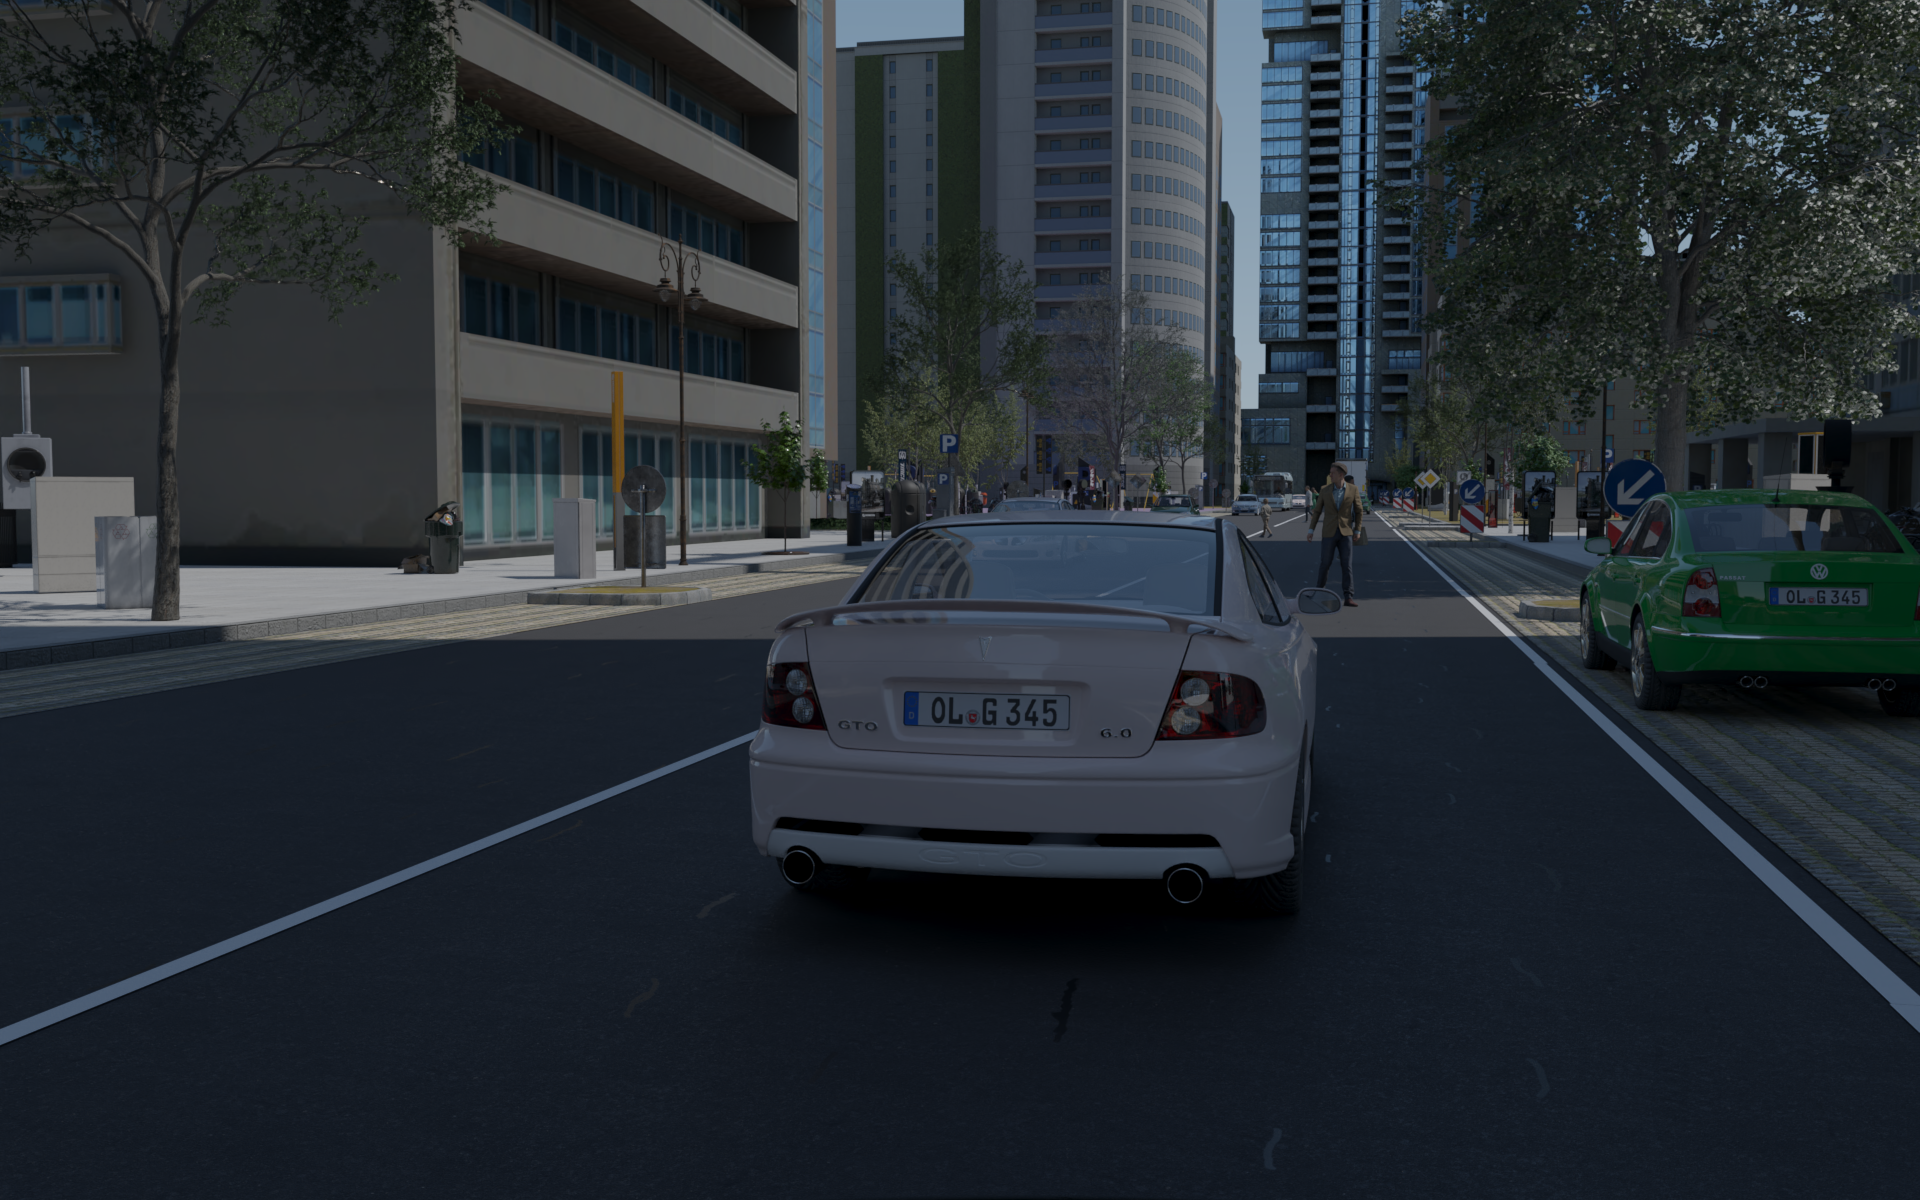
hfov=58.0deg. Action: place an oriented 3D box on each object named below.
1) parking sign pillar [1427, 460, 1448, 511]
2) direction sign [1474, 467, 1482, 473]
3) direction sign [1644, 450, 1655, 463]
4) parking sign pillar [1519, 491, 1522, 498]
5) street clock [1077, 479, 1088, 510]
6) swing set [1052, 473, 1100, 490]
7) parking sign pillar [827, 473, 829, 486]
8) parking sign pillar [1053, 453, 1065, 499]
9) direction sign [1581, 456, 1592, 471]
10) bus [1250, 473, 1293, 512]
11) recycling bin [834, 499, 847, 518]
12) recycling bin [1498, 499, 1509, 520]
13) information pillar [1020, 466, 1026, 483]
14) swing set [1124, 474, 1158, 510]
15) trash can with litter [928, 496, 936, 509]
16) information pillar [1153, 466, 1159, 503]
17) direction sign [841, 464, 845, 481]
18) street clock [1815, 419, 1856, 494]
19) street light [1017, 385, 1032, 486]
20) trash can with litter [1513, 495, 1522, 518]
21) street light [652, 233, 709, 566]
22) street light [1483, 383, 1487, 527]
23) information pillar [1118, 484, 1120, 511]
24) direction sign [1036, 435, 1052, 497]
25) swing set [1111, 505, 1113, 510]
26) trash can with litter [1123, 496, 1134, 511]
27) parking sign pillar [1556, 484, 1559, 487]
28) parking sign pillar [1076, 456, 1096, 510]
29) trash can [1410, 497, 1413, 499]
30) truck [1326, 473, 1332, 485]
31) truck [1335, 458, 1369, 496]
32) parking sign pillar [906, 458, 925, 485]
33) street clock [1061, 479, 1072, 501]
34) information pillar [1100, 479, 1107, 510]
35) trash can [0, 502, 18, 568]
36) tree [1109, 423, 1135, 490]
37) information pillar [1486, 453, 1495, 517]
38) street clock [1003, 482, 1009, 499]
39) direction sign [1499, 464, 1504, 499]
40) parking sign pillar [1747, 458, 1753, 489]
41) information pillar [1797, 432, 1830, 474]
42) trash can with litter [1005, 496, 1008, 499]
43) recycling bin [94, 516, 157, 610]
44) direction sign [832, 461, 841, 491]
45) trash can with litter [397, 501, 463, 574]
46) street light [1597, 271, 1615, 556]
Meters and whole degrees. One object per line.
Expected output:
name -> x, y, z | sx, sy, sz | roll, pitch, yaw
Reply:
parking sign pillar -> 35.494, -8.573, 128.636 | 1.447, 3.967, 1.447 | 0, 4, -1
direction sign -> 42.389, -9.191, 142.274 | 0.876, 3.537, 0.379 | 0, 4, 4
direction sign -> 35.627, -5.946, 89.215 | 0.876, 3.537, 0.379 | 3, 5, 41
parking sign pillar -> 46.832, -9.451, 142.994 | 1.447, 3.967, 1.447 | 0, 4, 2
street clock -> 6.056, -4.940, 85.333 | 0.358, 2.002, 0.471 | 3, 5, 44
swing set -> 8.438, -7.915, 127.025 | 3.119, 2.851, 2.862 | 1, 4, 21
parking sign pillar -> -11.007, -9.083, 136.972 | 1.447, 3.967, 1.447 | -1, 4, -14
parking sign pillar -> 6.482, -7.656, 113.655 | 1.447, 3.967, 1.447 | 1, 4, 20
direction sign -> 37.203, -6.783, 102.898 | 0.379, 3.537, 0.876 | -2, 4, -24
bus -> 26.154, -9.162, 144.656 | 2.948, 3.499, 13.247 | 1, 4, 14
recycling bin -> -4.188, -3.145, 63.967 | 0.722, 1.027, 0.722 | 2, 4, 32
recycling bin -> 27.159, -4.534, 86.692 | 0.722, 1.027, 0.722 | 3, 5, 40
information pillar -> 5.176, -9.184, 141.517 | 0.504, 3.616, 0.183 | 0, 4, -3
swing set -> 13.683, -8.444, 135.682 | 3.119, 2.851, 2.862 | 2, 4, 33
trash can with litter -> -1.168, -4.967, 92.600 | 0.624, 1.170, 1.055 | 2, 4, 35
information pillar -> 15.950, -9.145, 140.871 | 0.504, 3.616, 0.183 | 0, 4, -4
direction sign -> -9.031, -8.429, 129.804 | 0.876, 3.537, 0.379 | -1, 4, -14
street clock -> 8.499, -0.750, 16.828 | 0.358, 2.002, 0.471 | 2, 4, 24
street light -> 2.465, -5.547, 63.477 | 0.468, 5.910, 1.993 | 1, 4, 13
trash can with litter -> 30.166, -4.955, 92.073 | 2.233, 1.210, 1.678 | 1, 4, 18
street light -> -4.972, -3.557, 30.952 | 0.468, 5.910, 1.993 | 1, 4, 13
street light -> 20.577, -5.811, 67.804 | 0.468, 5.910, 1.993 | 1, 4, 13
information pillar -> 9.824, -6.331, 108.001 | 0.304, 2.012, 0.304 | 0, 4, -4
direction sign -> 3.259, -4.593, 67.097 | 0.379, 3.537, 0.876 | -3, 4, -38
swing set -> 10.285, -8.420, 135.288 | 2.862, 2.851, 3.119 | 1, 4, 16
trash can with litter -> 9.655, -5.239, 97.046 | 1.055, 1.170, 0.624 | 3, 5, 41
parking sign pillar -> 33.268, -6.710, 98.185 | 1.447, 3.967, 1.447 | -3, 4, -39
parking sign pillar -> 9.049, -8.276, 123.789 | 1.447, 3.967, 1.447 | 1, 4, 17
trash can -> 38.490, -8.275, 146.947 | 0.748, 1.137, 0.748 | 0, 3, 0
truck -> 35.682, -10.118, 161.346 | 3.469, 3.379, 9.791 | 1, 4, 14
truck -> 31.944, -9.318, 141.266 | 2.839, 4.237, 11.283 | 1, 4, 13
parking sign pillar -> -3.366, -8.762, 131.737 | 1.447, 3.967, 1.447 | 1, 4, 22
street clock -> 5.159, -4.840, 83.702 | 0.471, 2.002, 0.358 | -1, 4, -22
information pillar -> 7.175, -5.021, 86.587 | 0.304, 2.012, 0.304 | -1, 4, -13
trash can -> -16.726, -1.127, 30.079 | 0.748, 1.137, 0.748 | 0, 3, 0
tree -> 12.610, -12.090, 148.041 | 4.360, 8.622, 3.978 | 0, 3, 0
information pillar -> 29.778, -6.483, 97.357 | 0.504, 3.616, 0.183 | 0, 4, 1
street clock -> 2.758, -6.052, 103.512 | 0.358, 2.002, 0.471 | 1, 4, 16
direction sign -> 41.344, -8.544, 131.696 | 0.876, 3.537, 0.379 | -1, 4, -20
parking sign pillar -> 49.135, -7.340, 108.476 | 1.447, 3.967, 1.447 | 0, 4, 1
information pillar -> 10.265, -0.997, 20.792 | 0.304, 2.012, 0.304 | -1, 4, -14
trash can with litter -> 4.334, -8.666, 153.075 | 1.055, 1.170, 0.624 | -3, 5, -41
recycling bin -> -9.366, -0.434, 19.658 | 0.722, 1.027, 0.722 | -2, 4, -34
direction sign -> -7.433, -6.716, 101.805 | 0.379, 3.537, 0.876 | 0, 4, 5
trash can with litter -> -8.547, -1.009, 27.879 | 1.055, 1.170, 0.624 | 1, 4, 11
street light -> 13.268, -3.844, 35.644 | 0.468, 5.910, 1.993 | 1, 4, 13
